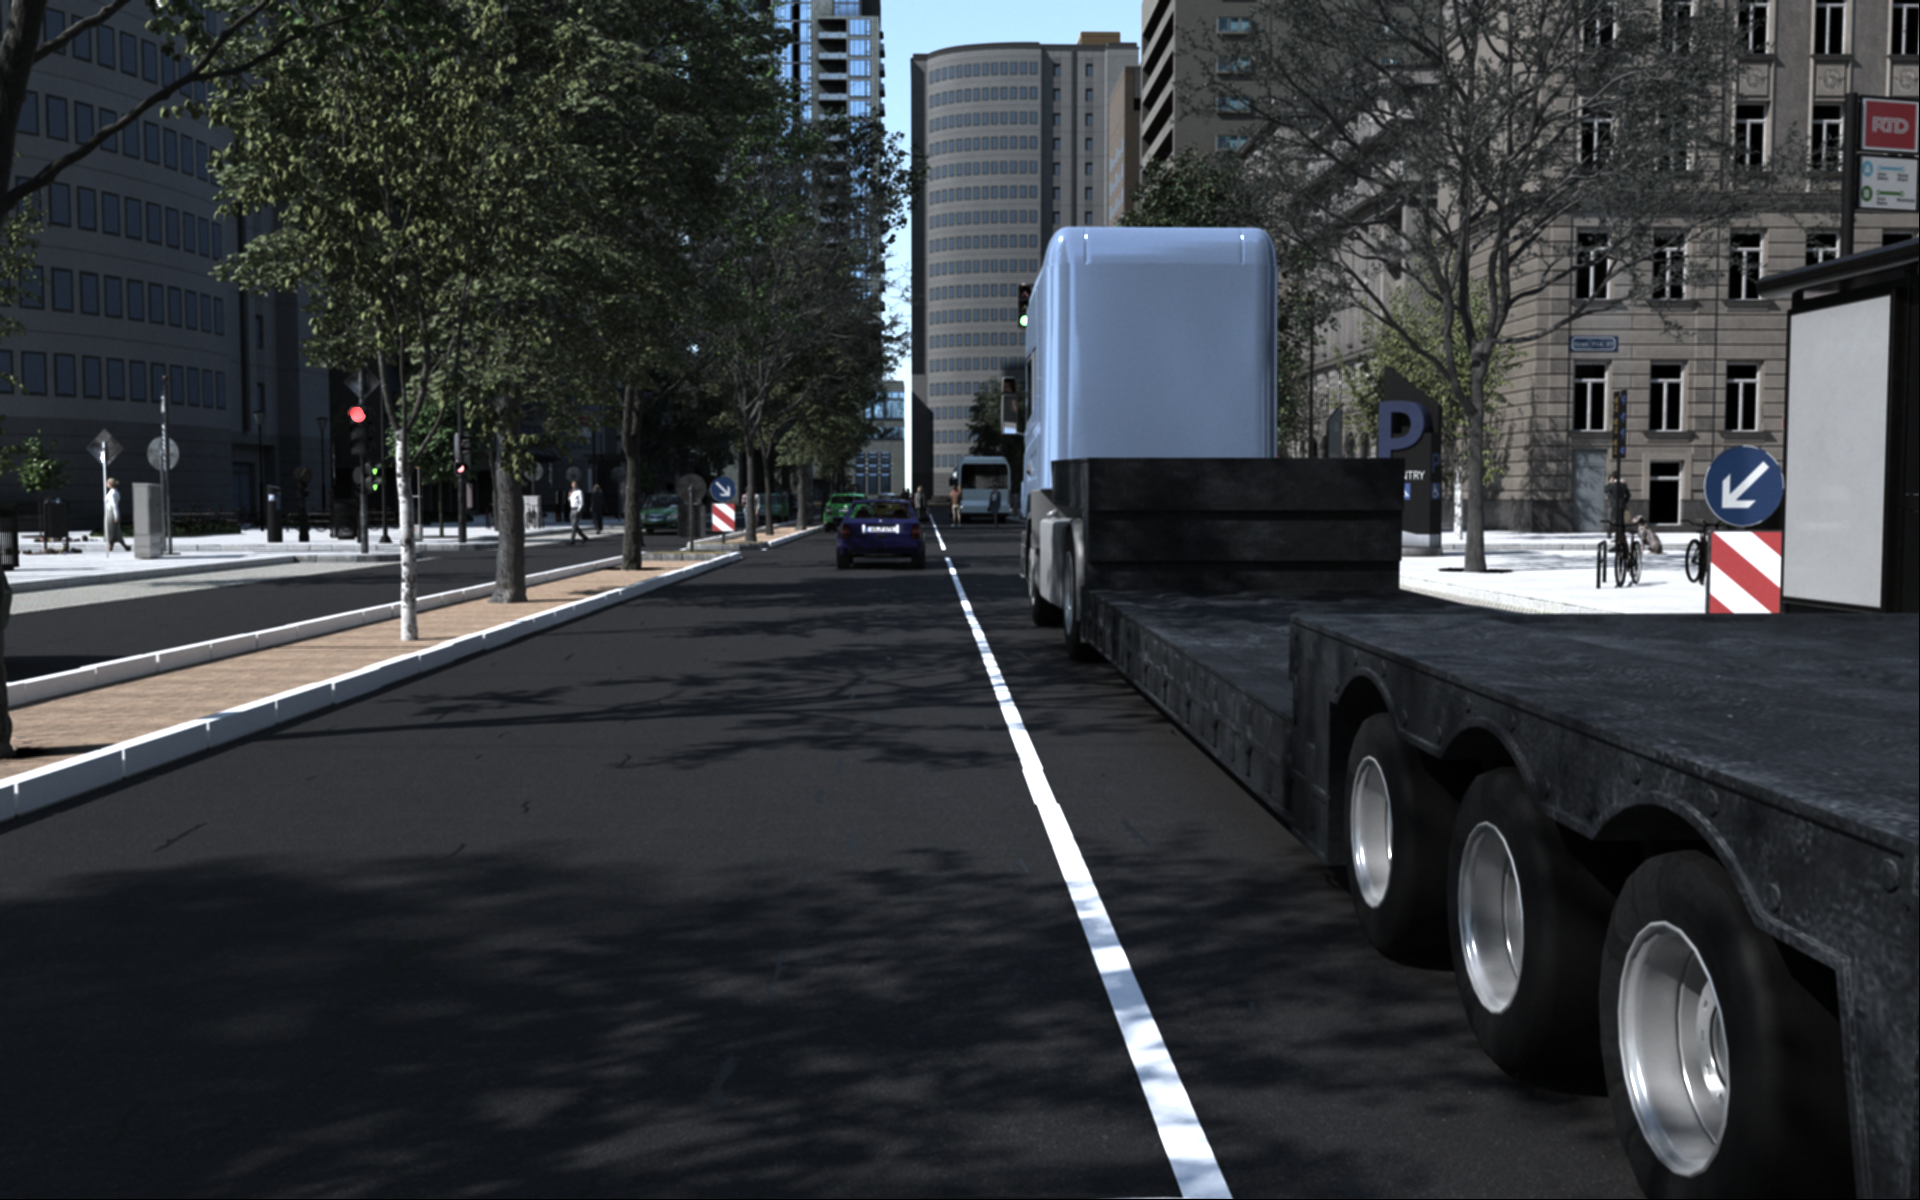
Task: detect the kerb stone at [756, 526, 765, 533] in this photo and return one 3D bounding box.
[{"bbox_3d":[-7.637,-2.682,66.108,0.120,0.150,1.000,0,4,-1],"label":"kerb stone"}]

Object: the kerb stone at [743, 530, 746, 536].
[{"bbox_3d":[-7.468,-2.247,58.935,0.120,0.150,1.000,0,4,-1],"label":"kerb stone"}]

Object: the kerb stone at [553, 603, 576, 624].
[{"bbox_3d":[-4.501,0.167,19.462,0.120,0.150,1.000,0,4,-1],"label":"kerb stone"}]

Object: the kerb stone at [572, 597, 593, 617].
[{"bbox_3d":[-4.523,0.104,20.488,0.120,0.150,1.000,0,4,-1],"label":"kerb stone"}]

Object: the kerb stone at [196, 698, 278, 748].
[{"bbox_3d":[-4.295,0.731,10.245,0.120,0.150,1.000,0,4,-1],"label":"kerb stone"}]

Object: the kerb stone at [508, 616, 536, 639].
[{"bbox_3d":[-4.461,0.294,17.413,0.120,0.150,1.000,0,4,-1],"label":"kerb stone"}]

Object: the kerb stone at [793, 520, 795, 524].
[{"bbox_3d":[-7.977,-3.627,81.494,0.120,0.150,1.000,0,4,-1],"label":"kerb stone"}]

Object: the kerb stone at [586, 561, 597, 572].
[{"bbox_3d":[-6.872,-0.585,31.788,0.120,0.150,1.000,0,4,-1],"label":"kerb stone"}]

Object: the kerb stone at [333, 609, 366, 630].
[{"bbox_3d":[-6.585,0.228,18.464,0.120,0.150,1.000,0,4,-1],"label":"kerb stone"}]

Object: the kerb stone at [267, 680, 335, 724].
[{"bbox_3d":[-4.319,0.668,11.274,0.120,0.150,1.000,0,4,-1],"label":"kerb stone"}]

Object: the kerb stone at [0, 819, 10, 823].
[{"bbox_3d":[-4.232,0.920,7.161,0.120,0.150,1.000,0,4,-1],"label":"kerb stone"}]

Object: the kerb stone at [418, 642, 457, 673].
[{"bbox_3d":[-4.385,0.487,14.346,0.120,0.150,1.000,0,4,-1],"label":"kerb stone"}]

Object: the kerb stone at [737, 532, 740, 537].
[{"bbox_3d":[-7.433,-2.122,56.884,0.120,0.150,1.000,0,4,-1],"label":"kerb stone"}]

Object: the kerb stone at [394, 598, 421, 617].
[{"bbox_3d":[-6.621,0.103,20.518,0.120,0.150,1.000,0,4,-1],"label":"kerb stone"}]

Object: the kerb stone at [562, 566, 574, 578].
[{"bbox_3d":[-6.829,-0.461,29.737,0.120,0.150,1.000,0,4,-1],"label":"kerb stone"}]

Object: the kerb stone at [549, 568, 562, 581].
[{"bbox_3d":[-6.802,-0.396,28.713,0.120,0.150,1.000,0,4,-1],"label":"kerb stone"}]

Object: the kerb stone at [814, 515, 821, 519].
[{"bbox_3d":[-8.448,-4.941,102.987,0.120,0.150,1.000,0,4,-1],"label":"kerb stone"}]

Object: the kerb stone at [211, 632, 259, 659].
[{"bbox_3d":[-6.509,0.416,15.399,0.120,0.150,1.000,0,4,-1],"label":"kerb stone"}]

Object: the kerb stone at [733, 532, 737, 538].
[{"bbox_3d":[-7.403,-2.059,55.862,0.120,0.150,1.000,0,4,-1],"label":"kerb stone"}]

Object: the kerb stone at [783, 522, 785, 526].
[{"bbox_3d":[-7.838,-3.249,75.322,0.120,0.150,1.000,0,4,-1],"label":"kerb stone"}]

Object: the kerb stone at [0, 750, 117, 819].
[{"bbox_3d":[-4.251,0.857,8.187,0.120,0.150,1.000,0,4,-1],"label":"kerb stone"}]

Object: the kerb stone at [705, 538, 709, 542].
[{"bbox_3d":[-7.250,-1.619,48.685,0.120,0.150,1.000,0,4,-1],"label":"kerb stone"}]

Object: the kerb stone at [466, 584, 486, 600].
[{"bbox_3d":[-6.685,-0.086,23.599,0.120,0.150,1.000,0,4,-1],"label":"kerb stone"}]

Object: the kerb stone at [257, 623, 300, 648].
[{"bbox_3d":[-6.525,0.357,16.421,0.120,0.150,1.000,0,4,-1],"label":"kerb stone"}]

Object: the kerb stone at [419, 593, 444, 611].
[{"bbox_3d":[-6.646,0.040,21.542,0.120,0.150,1.000,0,4,-1],"label":"kerb stone"}]

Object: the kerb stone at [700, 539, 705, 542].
[{"bbox_3d":[-7.217,-1.558,47.663,0.120,0.150,1.000,0,4,-1],"label":"kerb stone"}]

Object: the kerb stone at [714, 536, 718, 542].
[{"bbox_3d":[-7.286,-1.743,50.731,0.120,0.150,1.000,0,4,-1],"label":"kerb stone"}]

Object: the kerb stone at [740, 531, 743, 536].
[{"bbox_3d":[-7.450,-2.184,57.906,0.120,0.150,1.000,0,4,-1],"label":"kerb stone"}]

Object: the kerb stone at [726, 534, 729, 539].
[{"bbox_3d":[-7.370,-1.933,53.807,0.120,0.150,1.000,0,4,-1],"label":"kerb stone"}]

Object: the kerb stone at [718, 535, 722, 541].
[{"bbox_3d":[-7.311,-1.808,51.763,0.120,0.150,1.000,0,4,-1],"label":"kerb stone"}]

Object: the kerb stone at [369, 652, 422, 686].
[{"bbox_3d":[-4.366,0.543,13.324,0.120,0.150,1.000,0,4,-1],"label":"kerb stone"}]

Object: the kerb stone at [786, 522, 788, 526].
[{"bbox_3d":[-7.876,-3.367,77.384,0.120,0.150,1.000,0,4,-1],"label":"kerb stone"}]

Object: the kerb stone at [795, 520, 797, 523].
[{"bbox_3d":[-7.994,-3.682,82.518,0.120,0.150,1.000,0,4,-1],"label":"kerb stone"}]

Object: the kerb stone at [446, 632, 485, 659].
[{"bbox_3d":[-4.421,0.417,15.370,0.120,0.150,1.000,0,4,-1],"label":"kerb stone"}]

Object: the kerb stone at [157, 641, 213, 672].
[{"bbox_3d":[-6.487,0.478,14.377,0.120,0.150,1.000,0,4,-1],"label":"kerb stone"}]

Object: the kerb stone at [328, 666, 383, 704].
[{"bbox_3d":[-4.332,0.610,12.303,0.120,0.150,1.000,0,4,-1],"label":"kerb stone"}]

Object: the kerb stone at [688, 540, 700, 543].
[{"bbox_3d":[-7.197,-1.494,46.633,0.120,0.150,1.000,0,4,-1],"label":"kerb stone"}]

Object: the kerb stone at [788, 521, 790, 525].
[{"bbox_3d":[-7.906,-3.438,78.413,0.120,0.150,1.000,0,4,-1],"label":"kerb stone"}]

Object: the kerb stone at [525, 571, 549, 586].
[{"bbox_3d":[-6.783,-0.335,27.691,0.120,0.150,1.000,0,4,-1],"label":"kerb stone"}]

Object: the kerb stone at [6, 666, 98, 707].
[{"bbox_3d":[-6.448,0.612,12.320,0.120,0.150,1.000,0,4,-1],"label":"kerb stone"}]

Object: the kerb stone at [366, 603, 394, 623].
[{"bbox_3d":[-6.608,0.166,19.492,0.120,0.150,1.000,0,4,-1],"label":"kerb stone"}]

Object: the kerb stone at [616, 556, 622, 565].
[{"bbox_3d":[-6.945,-0.775,34.864,0.120,0.150,1.000,0,4,-1],"label":"kerb stone"}]

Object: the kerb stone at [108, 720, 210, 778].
[{"bbox_3d":[-4.276,0.794,9.219,0.120,0.150,1.000,0,4,-1],"label":"kerb stone"}]

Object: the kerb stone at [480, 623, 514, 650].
[{"bbox_3d":[-4.427,0.357,16.392,0.120,0.150,1.000,0,4,-1],"label":"kerb stone"}]

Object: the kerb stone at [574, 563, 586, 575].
[{"bbox_3d":[-6.853,-0.523,30.766,0.120,0.150,1.000,0,4,-1],"label":"kerb stone"}]

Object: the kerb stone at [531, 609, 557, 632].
[{"bbox_3d":[-4.481,0.231,18.435,0.120,0.150,1.000,0,4,-1],"label":"kerb stone"}]

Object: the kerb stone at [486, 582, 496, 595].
[{"bbox_3d":[-6.719,-0.148,24.620,0.120,0.150,1.000,0,4,-1],"label":"kerb stone"}]

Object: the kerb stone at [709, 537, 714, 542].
[{"bbox_3d":[-7.268,-1.682,49.707,0.120,0.150,1.000,0,4,-1],"label":"kerb stone"}]

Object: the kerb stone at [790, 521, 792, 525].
[{"bbox_3d":[-7.924,-3.498,79.436,0.120,0.150,1.000,0,4,-1],"label":"kerb stone"}]

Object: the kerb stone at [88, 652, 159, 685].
[{"bbox_3d":[-6.474,0.542,13.341,0.120,0.150,1.000,0,4,-1],"label":"kerb stone"}]

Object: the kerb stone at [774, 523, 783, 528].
[{"bbox_3d":[-7.813,-3.182,74.300,0.120,0.150,1.000,0,4,-1],"label":"kerb stone"}]

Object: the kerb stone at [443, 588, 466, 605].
[{"bbox_3d":[-6.671,-0.023,22.573,0.120,0.150,1.000,0,4,-1],"label":"kerb stone"}]

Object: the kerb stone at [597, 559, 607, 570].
[{"bbox_3d":[-6.890,-0.647,32.813,0.120,0.150,1.000,0,4,-1],"label":"kerb stone"}]

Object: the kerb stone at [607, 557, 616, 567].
[{"bbox_3d":[-6.920,-0.710,33.838,0.120,0.150,1.000,0,4,-1],"label":"kerb stone"}]

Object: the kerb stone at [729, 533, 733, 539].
[{"bbox_3d":[-7.384,-1.996,54.834,0.120,0.150,1.000,0,4,-1],"label":"kerb stone"}]

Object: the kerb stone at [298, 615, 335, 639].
[{"bbox_3d":[-6.552,0.291,17.443,0.120,0.150,1.000,0,4,-1],"label":"kerb stone"}]
